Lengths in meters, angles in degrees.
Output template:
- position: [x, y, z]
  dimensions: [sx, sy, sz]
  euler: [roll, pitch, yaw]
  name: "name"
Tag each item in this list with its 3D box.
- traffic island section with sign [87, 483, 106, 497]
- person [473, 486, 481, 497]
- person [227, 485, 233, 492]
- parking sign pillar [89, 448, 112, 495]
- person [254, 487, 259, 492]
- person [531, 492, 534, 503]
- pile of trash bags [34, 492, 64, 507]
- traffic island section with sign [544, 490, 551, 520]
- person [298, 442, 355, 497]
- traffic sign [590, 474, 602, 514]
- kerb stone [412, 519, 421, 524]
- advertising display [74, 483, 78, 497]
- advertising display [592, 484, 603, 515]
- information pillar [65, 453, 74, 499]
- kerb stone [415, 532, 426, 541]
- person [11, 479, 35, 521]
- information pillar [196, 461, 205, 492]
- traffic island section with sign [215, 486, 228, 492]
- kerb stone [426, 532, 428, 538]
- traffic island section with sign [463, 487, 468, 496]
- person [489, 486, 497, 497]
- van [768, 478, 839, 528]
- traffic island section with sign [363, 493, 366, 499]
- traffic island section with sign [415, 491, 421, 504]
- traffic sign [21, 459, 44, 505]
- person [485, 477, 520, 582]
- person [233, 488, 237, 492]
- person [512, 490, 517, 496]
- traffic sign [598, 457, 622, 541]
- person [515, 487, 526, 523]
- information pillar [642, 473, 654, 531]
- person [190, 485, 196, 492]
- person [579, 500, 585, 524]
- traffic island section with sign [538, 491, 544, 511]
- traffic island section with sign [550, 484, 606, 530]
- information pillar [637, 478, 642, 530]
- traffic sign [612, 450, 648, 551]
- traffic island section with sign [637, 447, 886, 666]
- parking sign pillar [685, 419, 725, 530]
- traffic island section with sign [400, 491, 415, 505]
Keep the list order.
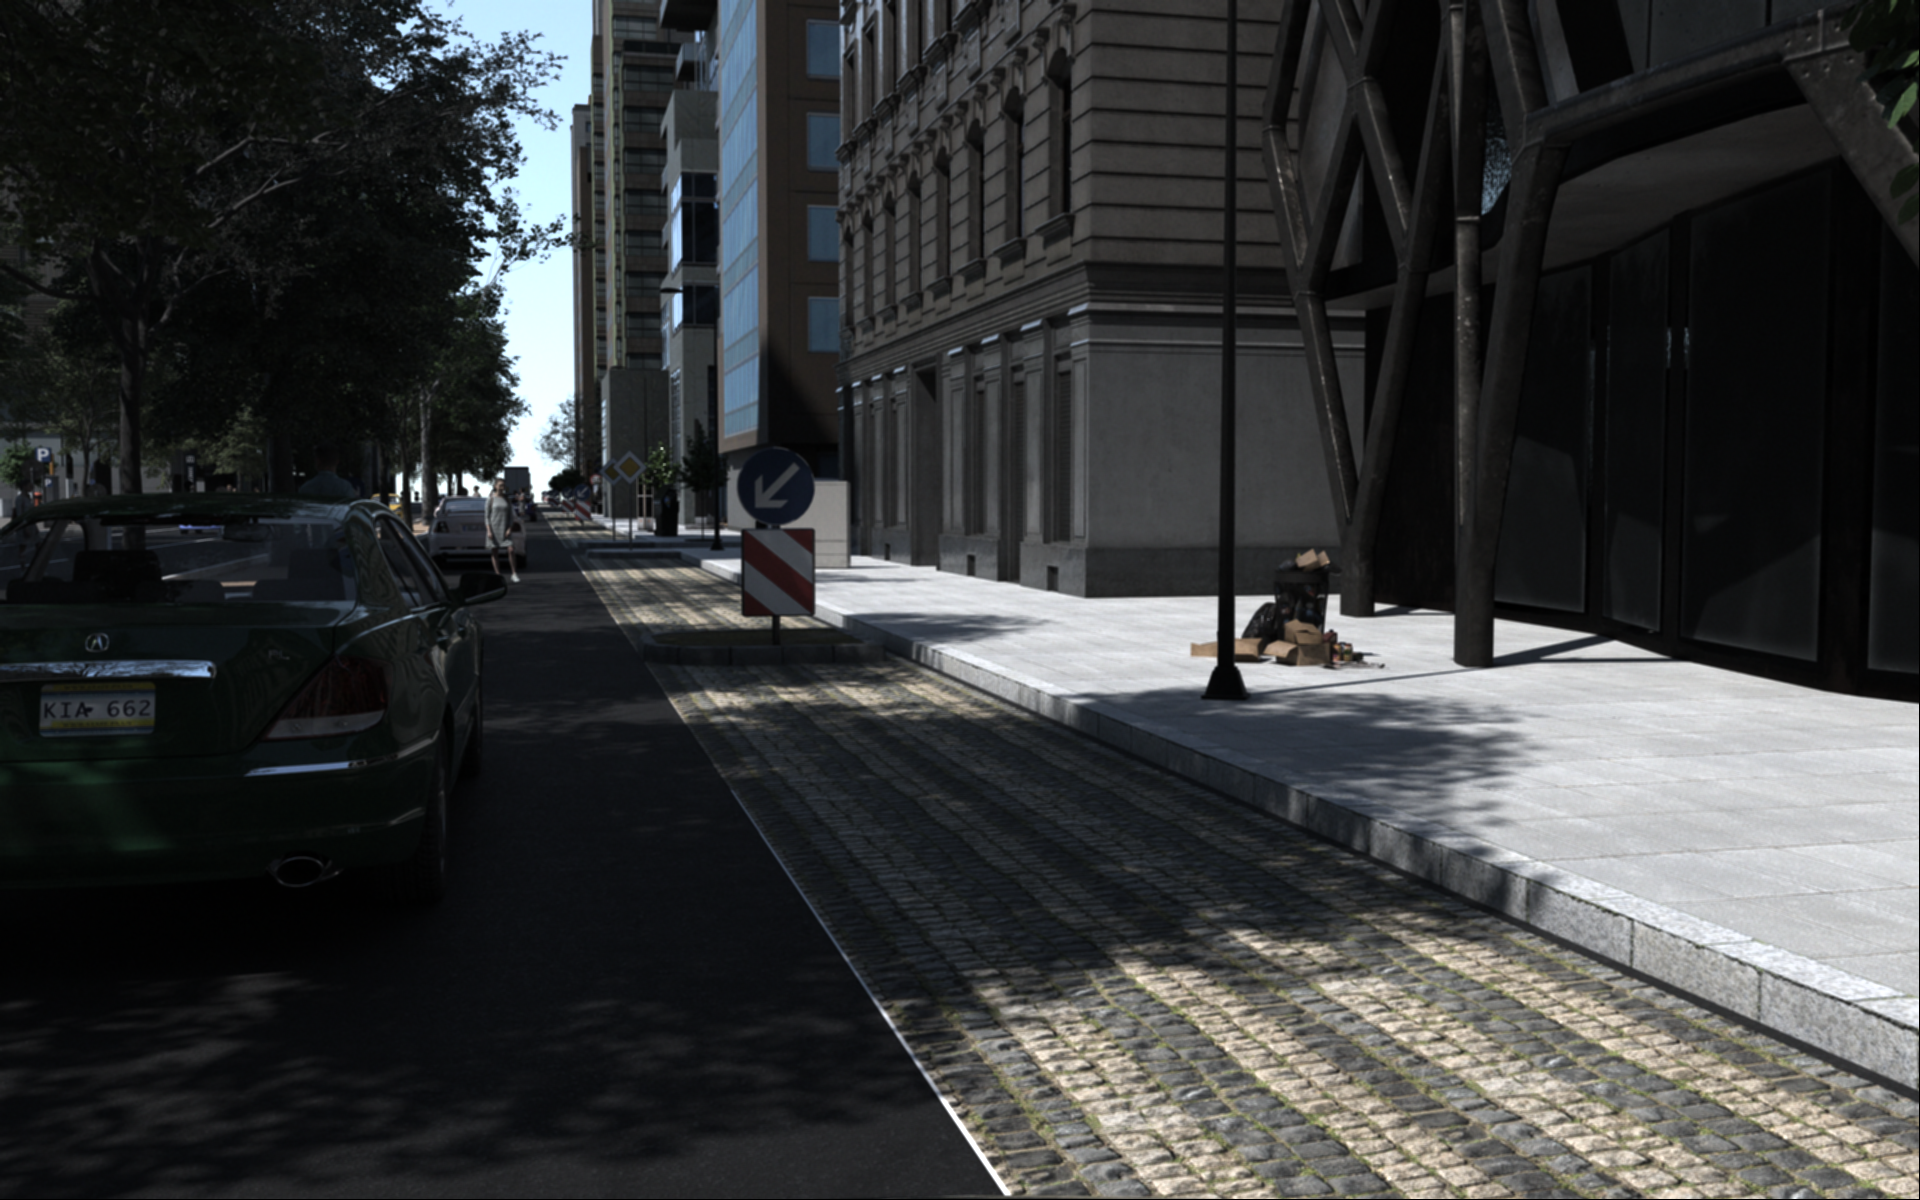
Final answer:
- position: [-31.814, -3.370, 63.726]
  dimensions: [1.989, 1.847, 2.006]
  euler: [-1, 4, -14]
  name: "traffic island section with sign"
- position: [-20.128, -3.852, 71.822]
  dimensions: [0.599, 1.781, 0.374]
  euler: [2, 4, 32]
  name: "person"
- position: [-24.839, -3.016, 58.490]
  dimensions: [0.598, 1.740, 0.731]
  euler: [2, 4, 24]
  name: "person"
- position: [-49.559, -6.814, 99.882]
  dimensions: [1.447, 3.967, 1.447]
  euler: [1, 4, 14]
  name: "parking sign pillar"
- position: [-38.670, -5.288, 95.202]
  dimensions: [0.529, 1.795, 0.600]
  euler: [-3, 4, -38]
  name: "person"
- position: [-66.715, -15.932, 269.788]
  dimensions: [0.445, 1.727, 0.742]
  euler: [3, 5, 44]
  name: "person"
- position: [-50.541, -5.321, 96.744]
  dimensions: [3.447, 1.369, 1.912]
  euler: [2, 4, 23]
  name: "pile of trash bags"
- position: [-21.678, -5.293, 95.172]
  dimensions: [1.989, 1.847, 2.006]
  euler: [-1, 4, -14]
  name: "traffic island section with sign"
- position: [-5.032, -0.325, 13.674]
  dimensions: [0.638, 1.841, 0.748]
  euler: [2, 4, 33]
  name: "person"
- position: [-22.983, -6.687, 109.440]
  dimensions: [0.768, 2.556, 0.104]
  euler: [-1, 4, -9]
  name: "traffic sign"
- position: [-26.935, -3.887, 85.833]
  dimensions: [0.120, 0.150, 1.000]
  euler: [-1, 4, -14]
  name: "kerb stone"
- position: [-51.511, -5.836, 100.634]
  dimensions: [0.123, 1.923, 0.974]
  euler: [0, 4, -7]
  name: "advertising display"
- position: [-22.462, -6.296, 108.152]
  dimensions: [0.974, 1.923, 0.123]
  euler: [-2, 4, -23]
  name: "advertising display"
- position: [-47.962, -6.236, 93.310]
  dimensions: [0.183, 3.616, 0.504]
  euler: [1, 4, 10]
  name: "information pillar"
- position: [-16.991, -1.976, 54.506]
  dimensions: [0.120, 0.150, 1.000]
  euler: [-1, 4, -14]
  name: "kerb stone"
- position: [-16.251, -1.263, 30.160]
  dimensions: [0.522, 1.701, 0.512]
  euler: [0, 4, -4]
  name: "person"
- position: [-50.133, -7.525, 114.382]
  dimensions: [0.504, 3.616, 0.183]
  euler: [-2, 4, -29]
  name: "information pillar"
- position: [-38.316, -4.970, 89.888]
  dimensions: [1.989, 1.847, 2.006]
  euler: [-1, 4, -14]
  name: "traffic island section with sign"
- position: [-17.236, -2.037, 55.498]
  dimensions: [0.120, 0.150, 1.000]
  euler: [-1, 4, -14]
  name: "kerb stone"
- position: [-33.911, -6.728, 118.142]
  dimensions: [2.006, 1.907, 1.989]
  euler: [-1, 4, -14]
  name: "traffic island section with sign"
- position: [-17.619, -3.485, 66.074]
  dimensions: [0.643, 1.750, 0.593]
  euler: [3, 4, 36]
  name: "person"
- position: [-2.772, -2.246, 43.739]
  dimensions: [4.112, 2.044, 2.013]
  euler: [-1, 4, -15]
  name: "van"
- position: [-57.232, -9.625, 166.004]
  dimensions: [1.989, 1.847, 2.006]
  euler: [-1, 4, -14]
  name: "traffic island section with sign"
- position: [-77.165, -14.532, 246.229]
  dimensions: [1.989, 1.847, 2.006]
  euler: [-1, 4, -14]
  name: "traffic island section with sign"
- position: [-33.510, -3.823, 62.613]
  dimensions: [0.768, 2.556, 0.104]
  euler: [-1, 4, -13]
  name: "traffic sign"
- position: [-7.497, -1.147, 28.258]
  dimensions: [0.512, 1.701, 0.522]
  euler: [-2, 4, -32]
  name: "person"
- position: [-39.843, -5.272, 95.243]
  dimensions: [0.519, 1.759, 0.362]
  euler: [-3, 5, -40]
  name: "person"
- position: [-34.119, -7.540, 132.497]
  dimensions: [1.217, 1.743, 0.721]
  euler: [2, 4, 31]
  name: "person"
- position: [-9.413, -2.656, 47.063]
  dimensions: [0.795, 2.450, 0.064]
  euler: [-1, 4, -14]
  name: "traffic sign"
- position: [-21.684, -4.685, 85.453]
  dimensions: [0.532, 1.782, 0.716]
  euler: [-1, 4, -15]
  name: "person"
- position: [-10.940, -3.451, 60.922]
  dimensions: [0.304, 2.012, 0.304]
  euler: [-1, 4, -10]
  name: "information pillar"
- position: [-32.827, -4.017, 74.347]
  dimensions: [0.590, 1.801, 0.661]
  euler: [-2, 4, -33]
  name: "person"
- position: [-18.207, -4.567, 83.745]
  dimensions: [0.524, 1.755, 0.480]
  euler: [-2, 4, -25]
  name: "person"
- position: [-33.673, -8.246, 143.457]
  dimensions: [1.989, 1.847, 2.006]
  euler: [-1, 4, -14]
  name: "traffic island section with sign"
- position: [-15.171, -3.693, 69.011]
  dimensions: [1.989, 1.847, 2.006]
  euler: [-1, 4, -14]
  name: "traffic island section with sign"
- position: [-11.225, -3.479, 61.367]
  dimensions: [0.304, 2.012, 0.304]
  euler: [2, 4, 25]
  name: "information pillar"
- position: [-7.487, -2.182, 39.312]
  dimensions: [0.795, 2.450, 0.064]
  euler: [-1, 4, -14]
  name: "traffic sign"
- position: [-1.832, -0.410, 15.337]
  dimensions: [1.989, 1.847, 2.006]
  euler: [-1, 4, -14]
  name: "traffic island section with sign"
- position: [-9.248, -4.539, 62.691]
  dimensions: [1.447, 3.967, 1.447]
  euler: [0, 4, 5]
  name: "parking sign pillar"
- position: [-70.536, -12.900, 219.542]
  dimensions: [1.989, 1.847, 2.006]
  euler: [-1, 4, -14]
  name: "traffic island section with sign"
